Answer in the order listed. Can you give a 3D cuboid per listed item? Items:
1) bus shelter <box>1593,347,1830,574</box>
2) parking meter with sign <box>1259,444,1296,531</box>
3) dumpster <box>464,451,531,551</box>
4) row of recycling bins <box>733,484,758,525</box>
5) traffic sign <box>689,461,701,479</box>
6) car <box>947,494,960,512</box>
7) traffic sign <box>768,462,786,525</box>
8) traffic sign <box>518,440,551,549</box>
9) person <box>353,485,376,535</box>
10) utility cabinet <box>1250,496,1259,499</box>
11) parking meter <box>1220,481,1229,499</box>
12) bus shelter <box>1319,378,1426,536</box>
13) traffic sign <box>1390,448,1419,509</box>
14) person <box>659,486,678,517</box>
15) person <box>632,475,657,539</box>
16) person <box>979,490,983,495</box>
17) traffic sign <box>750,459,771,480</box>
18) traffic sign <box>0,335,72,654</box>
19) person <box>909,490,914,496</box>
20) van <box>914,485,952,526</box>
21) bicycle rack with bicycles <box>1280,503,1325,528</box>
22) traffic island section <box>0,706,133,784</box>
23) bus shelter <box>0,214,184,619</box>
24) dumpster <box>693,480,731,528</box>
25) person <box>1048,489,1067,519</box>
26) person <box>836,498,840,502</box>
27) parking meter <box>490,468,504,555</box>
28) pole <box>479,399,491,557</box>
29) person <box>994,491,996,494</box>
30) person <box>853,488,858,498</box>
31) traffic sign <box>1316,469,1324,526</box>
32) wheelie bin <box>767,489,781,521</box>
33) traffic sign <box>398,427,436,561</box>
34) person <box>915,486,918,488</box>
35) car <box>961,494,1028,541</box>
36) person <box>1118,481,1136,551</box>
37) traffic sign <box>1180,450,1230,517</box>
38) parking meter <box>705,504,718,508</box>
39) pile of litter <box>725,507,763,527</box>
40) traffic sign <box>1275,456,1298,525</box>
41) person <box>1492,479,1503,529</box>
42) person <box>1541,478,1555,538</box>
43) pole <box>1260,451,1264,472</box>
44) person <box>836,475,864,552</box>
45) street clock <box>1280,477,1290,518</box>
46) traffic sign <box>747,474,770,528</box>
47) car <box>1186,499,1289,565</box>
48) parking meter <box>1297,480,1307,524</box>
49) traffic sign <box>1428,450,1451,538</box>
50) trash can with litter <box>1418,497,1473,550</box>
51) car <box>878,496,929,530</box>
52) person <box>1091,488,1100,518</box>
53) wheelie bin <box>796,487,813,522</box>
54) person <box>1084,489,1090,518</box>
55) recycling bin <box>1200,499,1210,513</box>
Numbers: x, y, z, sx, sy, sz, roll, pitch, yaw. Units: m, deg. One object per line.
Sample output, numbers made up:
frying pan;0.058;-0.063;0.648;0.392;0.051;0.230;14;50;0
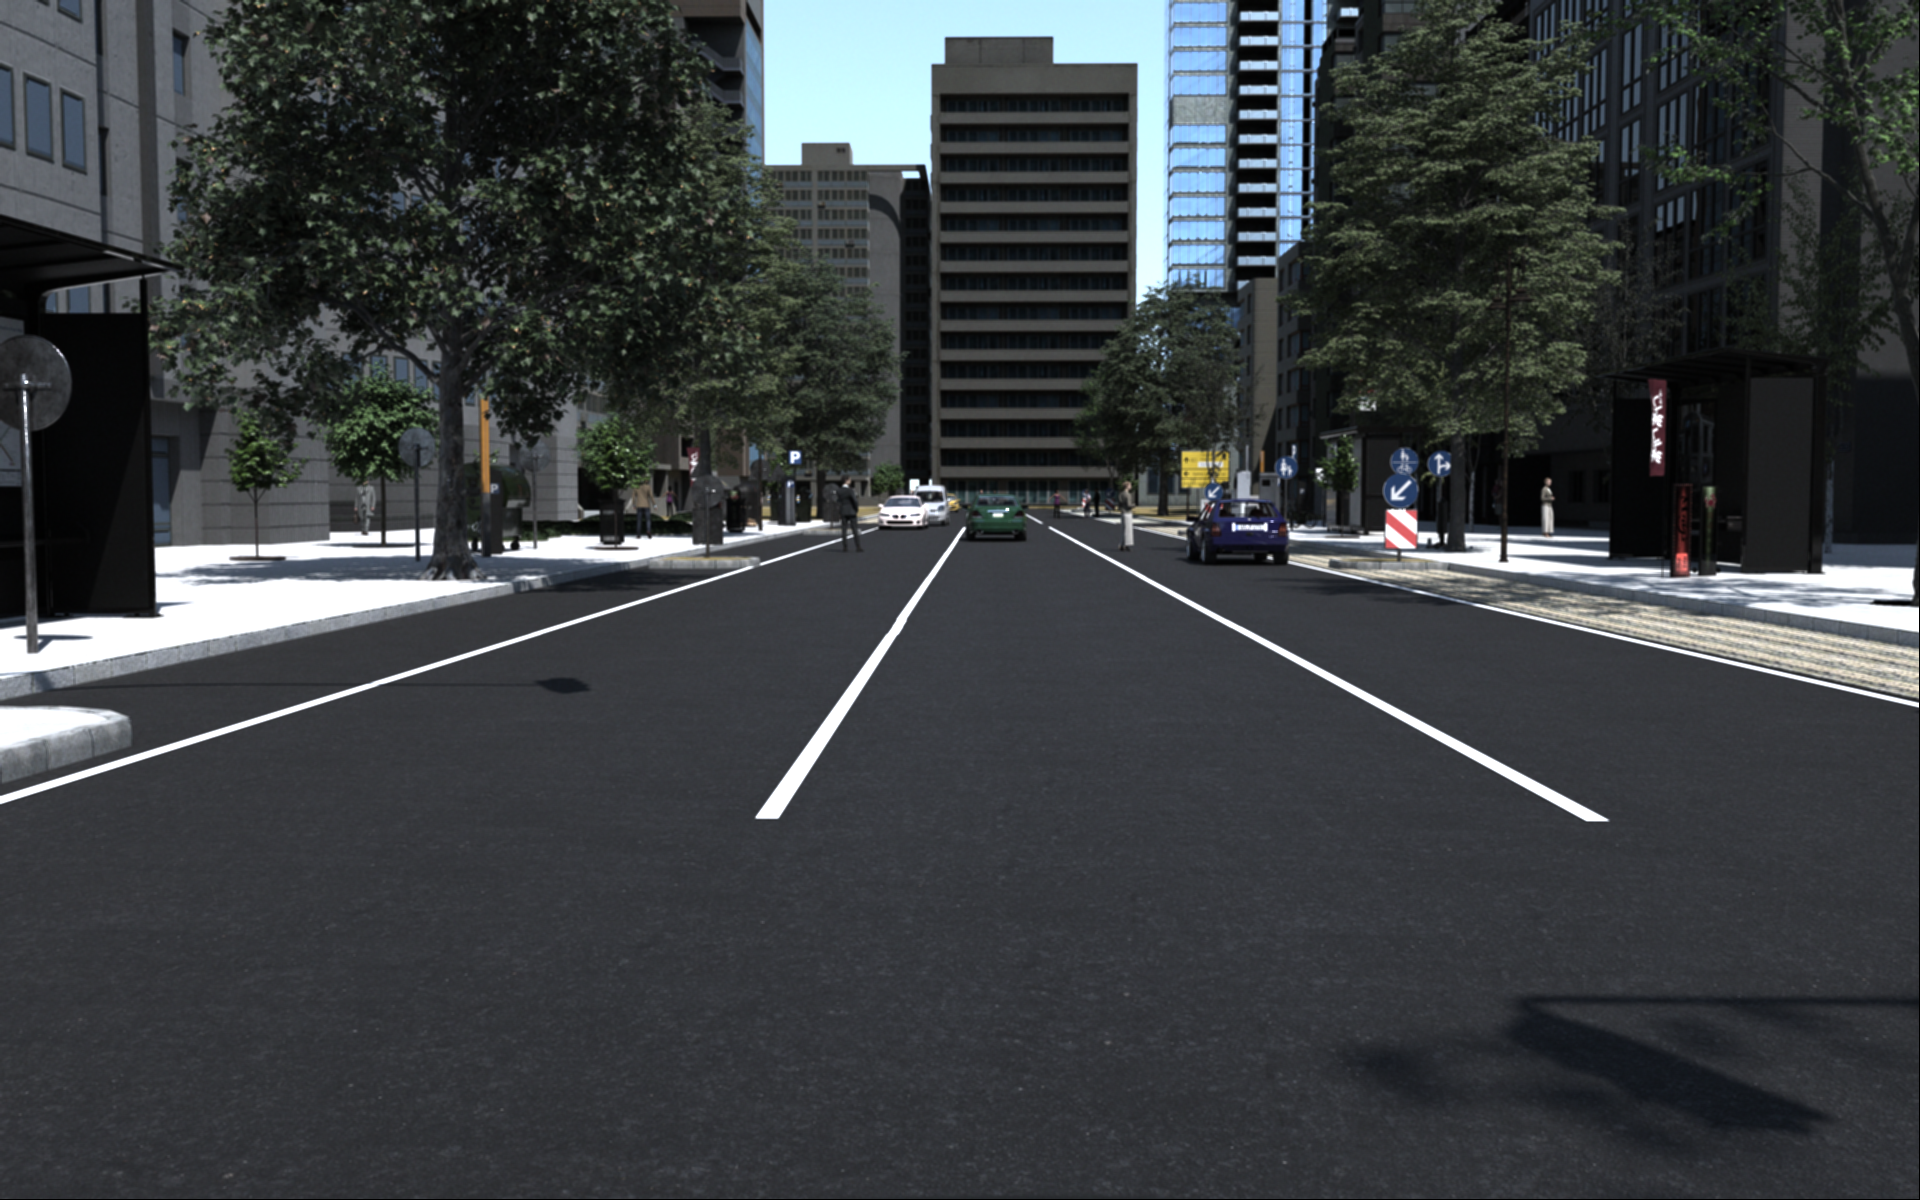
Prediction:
bus shelter;13.169;-2.419;30.835;1.731;3.624;6.357;0;4;1
parking meter with sign;10.950;-3.975;61.258;1.738;3.016;0.543;2;4;27
dumpster;-10.516;-2.199;38.446;1.502;2.255;1.985;0;4;1
row of recycling bins;-8.781;-3.901;70.900;1.069;1.692;3.534;0;4;-3
traffic sign;-8.886;-3.642;59.554;0.884;2.594;0.081;0;4;8
car;-0.991;-7.699;136.109;2.015;1.641;3.980;0;4;-1
traffic sign;-7.460;-4.353;71.182;0.884;2.594;0.081;0;4;3
traffic sign;-9.912;-2.461;40.348;0.768;2.556;0.104;0;4;3
person;-18.586;-2.927;54.000;0.694;1.812;0.767;0;4;-4
utility cabinet;12.738;-3.967;76.015;1.020;1.237;0.306;0;4;-5
parking meter;12.036;-4.479;78.936;0.255;1.863;0.399;3;5;43
bus shelter;13.290;-4.880;57.419;2.179;5.291;8.768;0;4;1
traffic sign;12.186;-2.903;47.569;0.768;2.556;0.104;0;4;2
person;-16.374;-5.546;97.407;1.217;1.739;0.721;-3;5;-39
person;-9.051;-2.675;49.689;0.656;1.842;0.836;-2;4;-31
person;1.705;-7.902;138.242;0.990;1.755;0.434;2;4;35
traffic sign;-7.239;-3.833;62.781;0.768;2.556;0.104;1;4;8
traffic sign;-7.479;-0.843;13.890;0.768;2.556;0.104;0;4;7
person;-3.531;-7.354;129.283;0.434;1.755;0.990;2;4;35
van;-1.365;-4.403;79.001;2.013;2.044;4.112;0;4;2
bicycle rack with bicycles;12.698;-3.236;66.284;2.852;0.926;2.925;-2;4;-31
traffic island section;-5.733;0.813;8.994;2.009;0.180;2.903;0;4;1
bus shelter;-8.906;-1.445;14.904;1.731;3.624;6.357;0;4;1
dumpster;-9.490;-3.697;66.209;1.264;1.857;1.865;0;4;1
person;5.677;-5.614;100.975;1.217;1.739;0.721;-1;4;-16
person;-9.328;-7.725;133.051;1.217;1.736;0.721;1;4;16
parking meter;-9.926;-1.903;36.822;0.399;1.863;0.255;-2;4;-34
pole;-9.671;-2.533;35.257;0.158;3.312;0.155;0;3;0
person;3.212;-9.176;159.042;1.217;1.766;0.721;-1;4;-14
person;-8.494;-7.955;136.844;1.217;1.736;0.721;-3;5;-43
traffic sign;14.439;-4.082;68.869;0.606;2.300;0.079;1;4;10
wheelie bin;-8.545;-4.480;81.160;0.980;1.594;0.693;-1;4;-12
traffic sign;-10.330;-2.008;32.929;0.768;2.556;0.104;1;4;9
person;-2.241;-5.076;91.124;0.705;1.869;1.348;-1;4;-10
car;1.110;-2.596;54.236;2.131;1.459;4.920;0;4;-1
person;4.215;-2.107;43.501;0.362;1.759;0.519;-2;4;-26
traffic sign;11.396;-5.303;80.574;2.265;3.308;0.079;0;4;6
parking meter;-10.315;-3.899;72.156;0.372;1.533;0.369;0;3;0
pile of litter;-8.498;-3.317;68.205;1.719;0.858;1.176;-1;4;-12
traffic sign;10.911;-3.539;57.970;0.768;2.556;0.104;0;4;4
person;19.670;-3.492;63.106;0.580;1.828;0.573;3;5;41
person;17.364;-2.724;51.127;0.362;1.759;0.519;3;5;41
pole;14.208;-5.360;81.486;0.158;3.312;0.155;0;3;0
person;-2.750;-2.153;43.056;0.648;1.900;0.474;1;4;21
street clock;13.185;-4.033;70.516;0.358;2.002;0.471;-3;5;-44
traffic sign;-7.679;-4.043;66.110;0.884;2.594;0.081;0;4;2
car;5.790;-1.456;36.384;1.945;1.354;3.894;0;4;1
parking meter;14.520;-4.150;73.567;0.399;1.863;0.255;0;3;0
traffic sign;14.071;-3.096;50.729;0.768;2.556;0.104;1;4;9
trash can with litter;11.264;-1.828;40.953;1.678;1.210;2.233;1;4;20
car;-2.297;-3.604;71.286;2.083;1.381;4.827;0;4;3
person;8.320;-5.946;105.743;0.705;1.821;1.348;2;4;24
wheelie bin;-7.047;-4.307;78.333;0.693;1.594;0.980;1;4;18
person;7.433;-5.643;101.701;0.436;1.711;0.756;0;4;-1
recycling bin;11.940;-4.336;83.455;0.722;1.027;0.722;1;4;9
